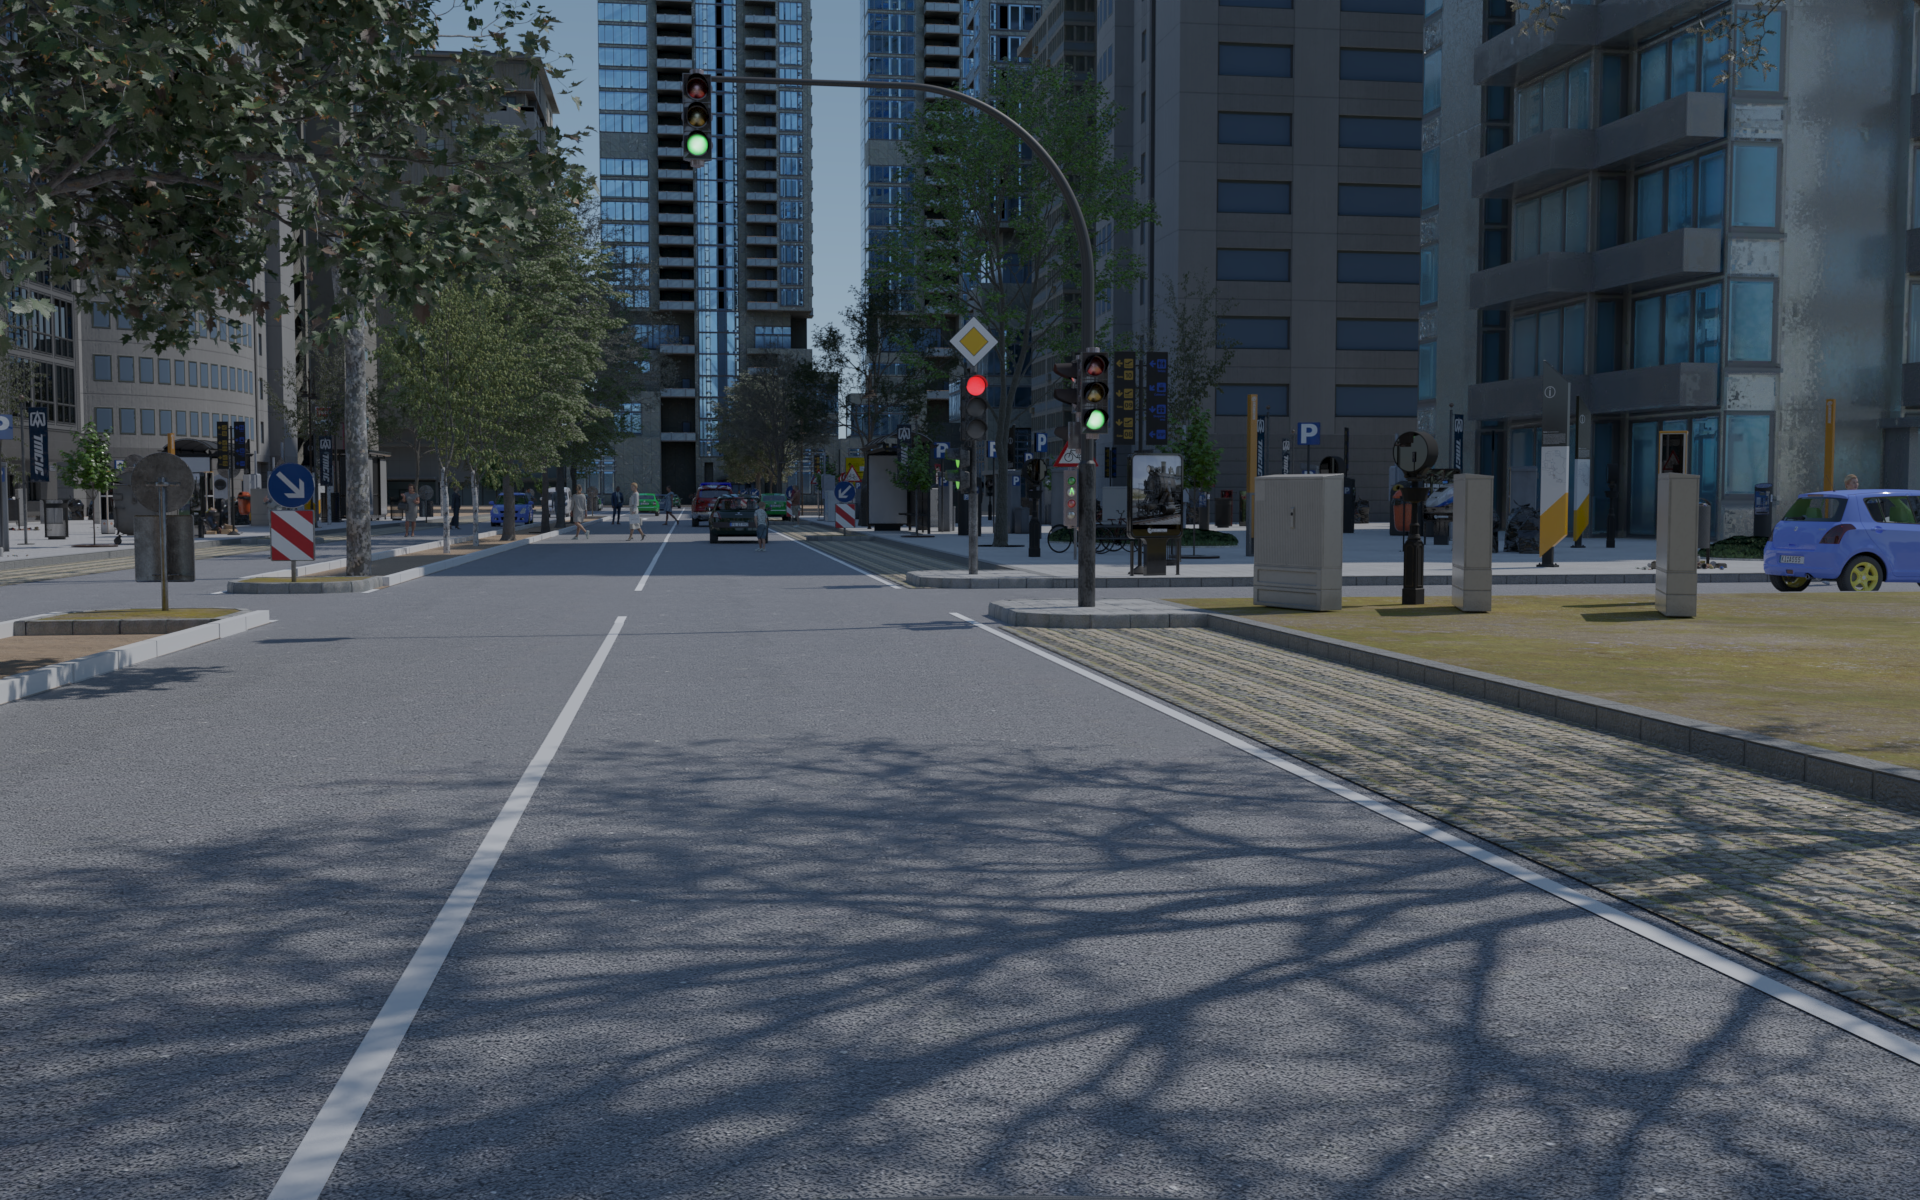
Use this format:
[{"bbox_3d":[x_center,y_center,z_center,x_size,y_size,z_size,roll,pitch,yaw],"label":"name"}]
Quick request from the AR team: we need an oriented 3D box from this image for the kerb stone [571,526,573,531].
[{"bbox_3d":[-14.915,-2.668,65.811,0.120,0.150,1.000,-1,4,-9],"label":"kerb stone"}]

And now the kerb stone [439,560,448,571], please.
[{"bbox_3d":[-9.756,-0.622,32.370,0.120,0.150,1.000,-1,4,-9],"label":"kerb stone"}]

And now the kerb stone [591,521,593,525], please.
[{"bbox_3d":[-16.961,-3.472,79.004,0.120,0.150,1.000,-1,4,-9],"label":"kerb stone"}]

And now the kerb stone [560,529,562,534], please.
[{"bbox_3d":[-14.137,-2.357,60.740,0.120,0.150,1.000,-1,4,-9],"label":"kerb stone"}]

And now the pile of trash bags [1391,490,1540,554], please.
[{"bbox_3d":[11.280,-1.745,38.282,3.447,1.369,1.912,1,4,20],"label":"pile of trash bags"}]

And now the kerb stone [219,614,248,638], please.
[{"bbox_3d":[-7.474,0.277,17.660,0.120,0.150,1.000,-1,4,-9],"label":"kerb stone"}]

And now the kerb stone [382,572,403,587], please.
[{"bbox_3d":[-8.966,-0.311,27.288,0.120,0.150,1.000,-1,4,-9],"label":"kerb stone"}]

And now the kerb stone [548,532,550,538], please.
[{"bbox_3d":[-13.353,-2.047,55.657,0.120,0.150,1.000,-1,4,-9],"label":"kerb stone"}]

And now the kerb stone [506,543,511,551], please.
[{"bbox_3d":[-11.467,-1.302,43.504,0.120,0.150,1.000,-1,4,-9],"label":"kerb stone"}]

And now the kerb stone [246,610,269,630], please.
[{"bbox_3d":[-7.631,0.219,18.671,0.120,0.150,1.000,-1,4,-9],"label":"kerb stone"}]

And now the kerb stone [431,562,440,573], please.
[{"bbox_3d":[-9.600,-0.560,31.356,0.120,0.150,1.000,-1,4,-9],"label":"kerb stone"}]

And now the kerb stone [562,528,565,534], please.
[{"bbox_3d":[-14.288,-2.413,61.751,0.120,0.150,1.000,-1,4,-9],"label":"kerb stone"}]

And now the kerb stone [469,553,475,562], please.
[{"bbox_3d":[-10.378,-0.861,36.419,0.120,0.150,1.000,-1,4,-9],"label":"kerb stone"}]

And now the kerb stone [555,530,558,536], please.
[{"bbox_3d":[-13.823,-2.231,58.707,0.120,0.150,1.000,-1,4,-9],"label":"kerb stone"}]

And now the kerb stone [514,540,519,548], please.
[{"bbox_3d":[-11.783,-1.427,45.524,0.120,0.150,1.000,-1,4,-9],"label":"kerb stone"}]

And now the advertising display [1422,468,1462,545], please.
[{"bbox_3d":[12.116,-2.344,43.544,0.974,1.923,0.123,3,4,36],"label":"advertising display"}]

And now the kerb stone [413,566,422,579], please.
[{"bbox_3d":[-9.285,-0.434,29.313,0.120,0.150,1.000,-1,4,-9],"label":"kerb stone"}]

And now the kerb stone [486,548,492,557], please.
[{"bbox_3d":[-10.846,-1.055,39.449,0.120,0.150,1.000,-1,4,-9],"label":"kerb stone"}]

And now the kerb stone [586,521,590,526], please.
[{"bbox_3d":[-16.648,-3.350,76.970,0.120,0.150,1.000,-1,4,-9],"label":"kerb stone"}]

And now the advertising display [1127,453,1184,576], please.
[{"bbox_3d":[3.067,-1.346,27.221,0.974,1.923,0.123,-2,4,-26],"label":"advertising display"}]

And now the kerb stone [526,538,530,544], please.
[{"bbox_3d":[-12.252,-1.612,48.568,0.120,0.150,1.000,-1,4,-9],"label":"kerb stone"}]

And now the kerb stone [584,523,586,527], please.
[{"bbox_3d":[-16.175,-3.164,73.935,0.120,0.150,1.000,-1,4,-9],"label":"kerb stone"}]

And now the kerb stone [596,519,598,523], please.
[{"bbox_3d":[-17.581,-3.723,83.065,0.120,0.150,1.000,-1,4,-9],"label":"kerb stone"}]

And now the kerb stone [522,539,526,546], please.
[{"bbox_3d":[-12.097,-1.551,47.548,0.120,0.150,1.000,-1,4,-9],"label":"kerb stone"}]

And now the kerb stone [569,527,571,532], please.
[{"bbox_3d":[-14.763,-2.606,64.796,0.120,0.150,1.000,-1,4,-9],"label":"kerb stone"}]

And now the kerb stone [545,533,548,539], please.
[{"bbox_3d":[-13.193,-1.983,54.639,0.120,0.150,1.000,-1,4,-9],"label":"kerb stone"}]

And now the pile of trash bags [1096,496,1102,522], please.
[{"bbox_3d":[6.851,-4.287,79.849,1.912,1.369,3.447,2,4,28],"label":"pile of trash bags"}]

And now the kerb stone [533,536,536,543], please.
[{"bbox_3d":[-12.575,-1.736,50.587,0.120,0.150,1.000,-1,4,-9],"label":"kerb stone"}]

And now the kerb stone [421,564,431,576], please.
[{"bbox_3d":[-9.440,-0.498,30.334,0.120,0.150,1.000,-1,4,-9],"label":"kerb stone"}]

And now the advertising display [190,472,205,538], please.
[{"bbox_3d":[-22.354,-2.786,50.760,0.123,1.923,0.974,-3,5,-41],"label":"advertising display"}]

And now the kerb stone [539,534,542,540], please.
[{"bbox_3d":[-12.882,-1.856,52.612,0.120,0.150,1.000,-1,4,-9],"label":"kerb stone"}]

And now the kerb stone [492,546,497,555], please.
[{"bbox_3d":[-11.002,-1.117,40.460,0.120,0.150,1.000,-1,4,-9],"label":"kerb stone"}]

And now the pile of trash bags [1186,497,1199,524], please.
[{"bbox_3d":[9.195,-3.884,73.262,1.912,1.369,3.447,2,4,25],"label":"pile of trash bags"}]

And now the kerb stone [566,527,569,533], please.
[{"bbox_3d":[-14.602,-2.544,63.786,0.120,0.150,1.000,-1,4,-9],"label":"kerb stone"}]

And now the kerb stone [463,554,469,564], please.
[{"bbox_3d":[-10.221,-0.808,35.408,0.120,0.150,1.000,-1,4,-9],"label":"kerb stone"}]

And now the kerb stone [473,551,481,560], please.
[{"bbox_3d":[-10.536,-0.932,37.428,0.120,0.150,1.000,-1,4,-9],"label":"kerb stone"}]

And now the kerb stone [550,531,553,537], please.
[{"bbox_3d":[-13.518,-2.106,56.677,0.120,0.150,1.000,-1,4,-9],"label":"kerb stone"}]

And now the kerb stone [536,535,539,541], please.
[{"bbox_3d":[-12.718,-1.798,51.599,0.120,0.150,1.000,-1,4,-9],"label":"kerb stone"}]

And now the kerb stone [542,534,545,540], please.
[{"bbox_3d":[-13.038,-1.921,53.629,0.120,0.150,1.000,-1,4,-9],"label":"kerb stone"}]

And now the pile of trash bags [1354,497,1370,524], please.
[{"bbox_3d":[16.728,-3.981,74.840,1.912,1.369,3.447,1,4,13],"label":"pile of trash bags"}]

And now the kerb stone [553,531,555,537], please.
[{"bbox_3d":[-13.668,-2.171,57.693,0.120,0.150,1.000,-1,4,-9],"label":"kerb stone"}]

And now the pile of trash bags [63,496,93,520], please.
[{"bbox_3d":[-43.512,-4.586,84.728,3.447,1.369,1.912,-1,4,-21],"label":"pile of trash bags"}]

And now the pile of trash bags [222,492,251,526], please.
[{"bbox_3d":[-29.866,-3.733,70.783,3.447,1.369,1.912,3,5,42],"label":"pile of trash bags"}]

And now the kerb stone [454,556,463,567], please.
[{"bbox_3d":[-10.058,-0.746,34.398,0.120,0.150,1.000,-1,4,-9],"label":"kerb stone"}]

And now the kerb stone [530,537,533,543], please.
[{"bbox_3d":[-12.413,-1.675,49.577,0.120,0.150,1.000,-1,4,-9],"label":"kerb stone"}]

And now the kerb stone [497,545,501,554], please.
[{"bbox_3d":[-11.160,-1.179,41.476,0.120,0.150,1.000,-1,4,-9],"label":"kerb stone"}]

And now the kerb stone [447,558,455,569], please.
[{"bbox_3d":[-9.907,-0.684,33.384,0.120,0.150,1.000,-1,4,-9],"label":"kerb stone"}]

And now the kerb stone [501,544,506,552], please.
[{"bbox_3d":[-11.318,-1.241,42.493,0.120,0.150,1.000,-1,4,-9],"label":"kerb stone"}]

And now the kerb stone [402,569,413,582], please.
[{"bbox_3d":[-9.121,-0.373,28.298,0.120,0.150,1.000,-1,4,-9],"label":"kerb stone"}]

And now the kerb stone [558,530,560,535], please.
[{"bbox_3d":[-13.983,-2.293,59.719,0.120,0.150,1.000,-1,4,-9],"label":"kerb stone"}]

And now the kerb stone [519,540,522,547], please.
[{"bbox_3d":[-11.942,-1.489,46.536,0.120,0.150,1.000,-1,4,-9],"label":"kerb stone"}]

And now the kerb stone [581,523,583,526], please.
[{"bbox_3d":[-15.861,-3.041,71.912,0.120,0.150,1.000,-1,4,-9],"label":"kerb stone"}]

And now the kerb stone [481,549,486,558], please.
[{"bbox_3d":[-10.691,-0.993,38.439,0.120,0.150,1.000,-1,4,-9],"label":"kerb stone"}]

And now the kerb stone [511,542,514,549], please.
[{"bbox_3d":[-11.632,-1.363,44.513,0.120,0.150,1.000,-1,4,-9],"label":"kerb stone"}]

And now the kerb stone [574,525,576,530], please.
[{"bbox_3d":[-15.234,-2.791,67.845,0.120,0.150,1.000,-1,4,-9],"label":"kerb stone"}]
